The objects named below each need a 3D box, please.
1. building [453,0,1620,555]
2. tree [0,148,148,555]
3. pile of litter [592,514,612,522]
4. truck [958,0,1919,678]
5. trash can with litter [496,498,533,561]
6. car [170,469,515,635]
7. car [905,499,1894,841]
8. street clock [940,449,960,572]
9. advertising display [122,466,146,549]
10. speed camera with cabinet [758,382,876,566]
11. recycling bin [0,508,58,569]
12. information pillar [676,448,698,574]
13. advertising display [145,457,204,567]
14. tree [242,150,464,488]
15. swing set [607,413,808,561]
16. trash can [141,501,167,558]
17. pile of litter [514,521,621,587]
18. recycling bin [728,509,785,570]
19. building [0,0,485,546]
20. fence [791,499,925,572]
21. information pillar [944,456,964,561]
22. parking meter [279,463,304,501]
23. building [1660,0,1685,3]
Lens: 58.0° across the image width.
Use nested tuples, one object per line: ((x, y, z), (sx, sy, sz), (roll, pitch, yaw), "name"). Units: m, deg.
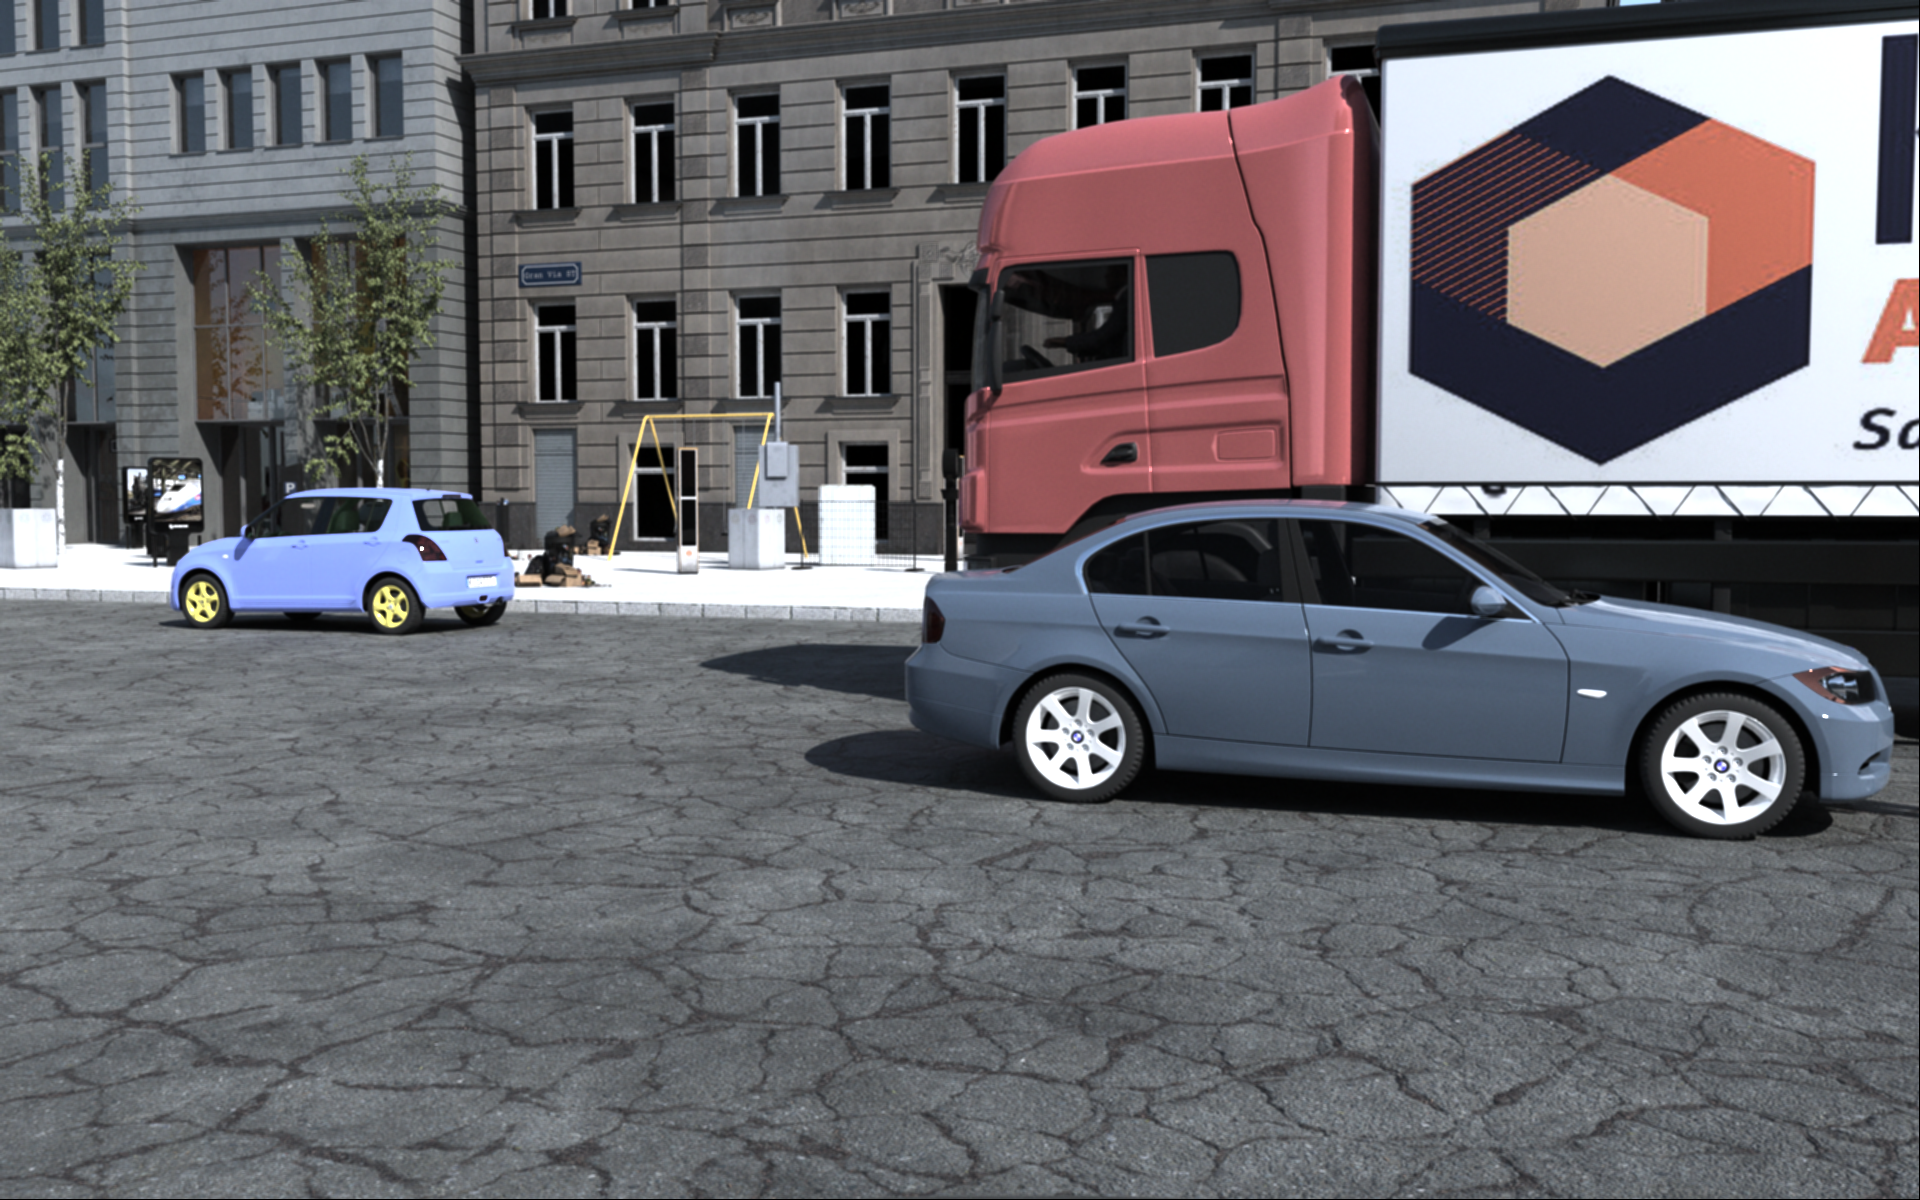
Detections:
((2.191, -14.879, 40.541), (25.104, 27.353, 12.463), (1, 4, 19), "building")
((-19.205, -5.258, 36.335), (4.737, 8.622, 4.395), (0, 3, 0), "tree")
((-7.849, -1.397, 36.803), (1.176, 0.858, 1.719), (-1, 4, -23), "pile of litter")
((4.997, -1.342, 10.863), (11.283, 4.237, 2.839), (1, 4, 18), "truck")
((-8.934, -1.419, 34.265), (1.678, 1.210, 2.233), (-1, 4, -14), "trash can with litter")
((-6.711, -0.557, 18.699), (3.694, 1.707, 1.945), (1, 4, 19), "car")
((1.989, 0.221, 8.384), (4.499, 1.417, 2.014), (1, 4, 18), "car")
((-0.142, -1.418, 27.753), (0.358, 2.002, 0.471), (0, 4, 8), "street clock")
((-19.388, -2.175, 40.768), (0.123, 1.923, 0.974), (0, 4, 4), "advertising display")
((-2.538, -2.233, 30.851), (2.038, 3.252, 0.660), (0, 4, 1), "speed camera with cabinet")
((-16.158, -1.067, 29.998), (0.722, 1.027, 0.722), (3, 4, 39), "recycling bin")
((-4.368, -1.422, 27.738), (0.304, 2.012, 0.304), (-1, 4, -17), "information pillar")
((-13.885, -1.559, 30.699), (0.123, 1.923, 0.974), (2, 4, 34), "advertising display")
((-12.578, -5.286, 36.794), (4.737, 8.622, 4.395), (0, 3, 0), "tree")
((-5.040, -2.231, 34.101), (3.119, 2.851, 2.862), (1, 4, 23), "swing set")
((-16.070, -1.422, 34.911), (0.748, 1.137, 0.748), (0, 3, 0), "trash can")
((-5.695, -0.624, 24.174), (1.719, 0.858, 1.176), (3, 4, 37), "pile of litter")
((-3.468, -1.039, 29.538), (0.722, 1.027, 0.722), (2, 4, 30), "recycling bin")
((-24.002, -16.589, 48.719), (29.804, 29.767, 11.434), (1, 4, 19), "building")
((-1.725, -1.099, 29.166), (2.264, 1.192, 0.480), (1, 4, 22), "fence")
((-0.119, -1.757, 33.220), (0.304, 2.012, 0.304), (1, 4, 21), "information pillar")
((-12.620, -1.652, 32.720), (0.399, 1.863, 0.255), (0, 4, -6), "parking meter")
((23.940, -15.097, 32.745), (20.117, 28.700, 13.634), (1, 4, 19), "building")
